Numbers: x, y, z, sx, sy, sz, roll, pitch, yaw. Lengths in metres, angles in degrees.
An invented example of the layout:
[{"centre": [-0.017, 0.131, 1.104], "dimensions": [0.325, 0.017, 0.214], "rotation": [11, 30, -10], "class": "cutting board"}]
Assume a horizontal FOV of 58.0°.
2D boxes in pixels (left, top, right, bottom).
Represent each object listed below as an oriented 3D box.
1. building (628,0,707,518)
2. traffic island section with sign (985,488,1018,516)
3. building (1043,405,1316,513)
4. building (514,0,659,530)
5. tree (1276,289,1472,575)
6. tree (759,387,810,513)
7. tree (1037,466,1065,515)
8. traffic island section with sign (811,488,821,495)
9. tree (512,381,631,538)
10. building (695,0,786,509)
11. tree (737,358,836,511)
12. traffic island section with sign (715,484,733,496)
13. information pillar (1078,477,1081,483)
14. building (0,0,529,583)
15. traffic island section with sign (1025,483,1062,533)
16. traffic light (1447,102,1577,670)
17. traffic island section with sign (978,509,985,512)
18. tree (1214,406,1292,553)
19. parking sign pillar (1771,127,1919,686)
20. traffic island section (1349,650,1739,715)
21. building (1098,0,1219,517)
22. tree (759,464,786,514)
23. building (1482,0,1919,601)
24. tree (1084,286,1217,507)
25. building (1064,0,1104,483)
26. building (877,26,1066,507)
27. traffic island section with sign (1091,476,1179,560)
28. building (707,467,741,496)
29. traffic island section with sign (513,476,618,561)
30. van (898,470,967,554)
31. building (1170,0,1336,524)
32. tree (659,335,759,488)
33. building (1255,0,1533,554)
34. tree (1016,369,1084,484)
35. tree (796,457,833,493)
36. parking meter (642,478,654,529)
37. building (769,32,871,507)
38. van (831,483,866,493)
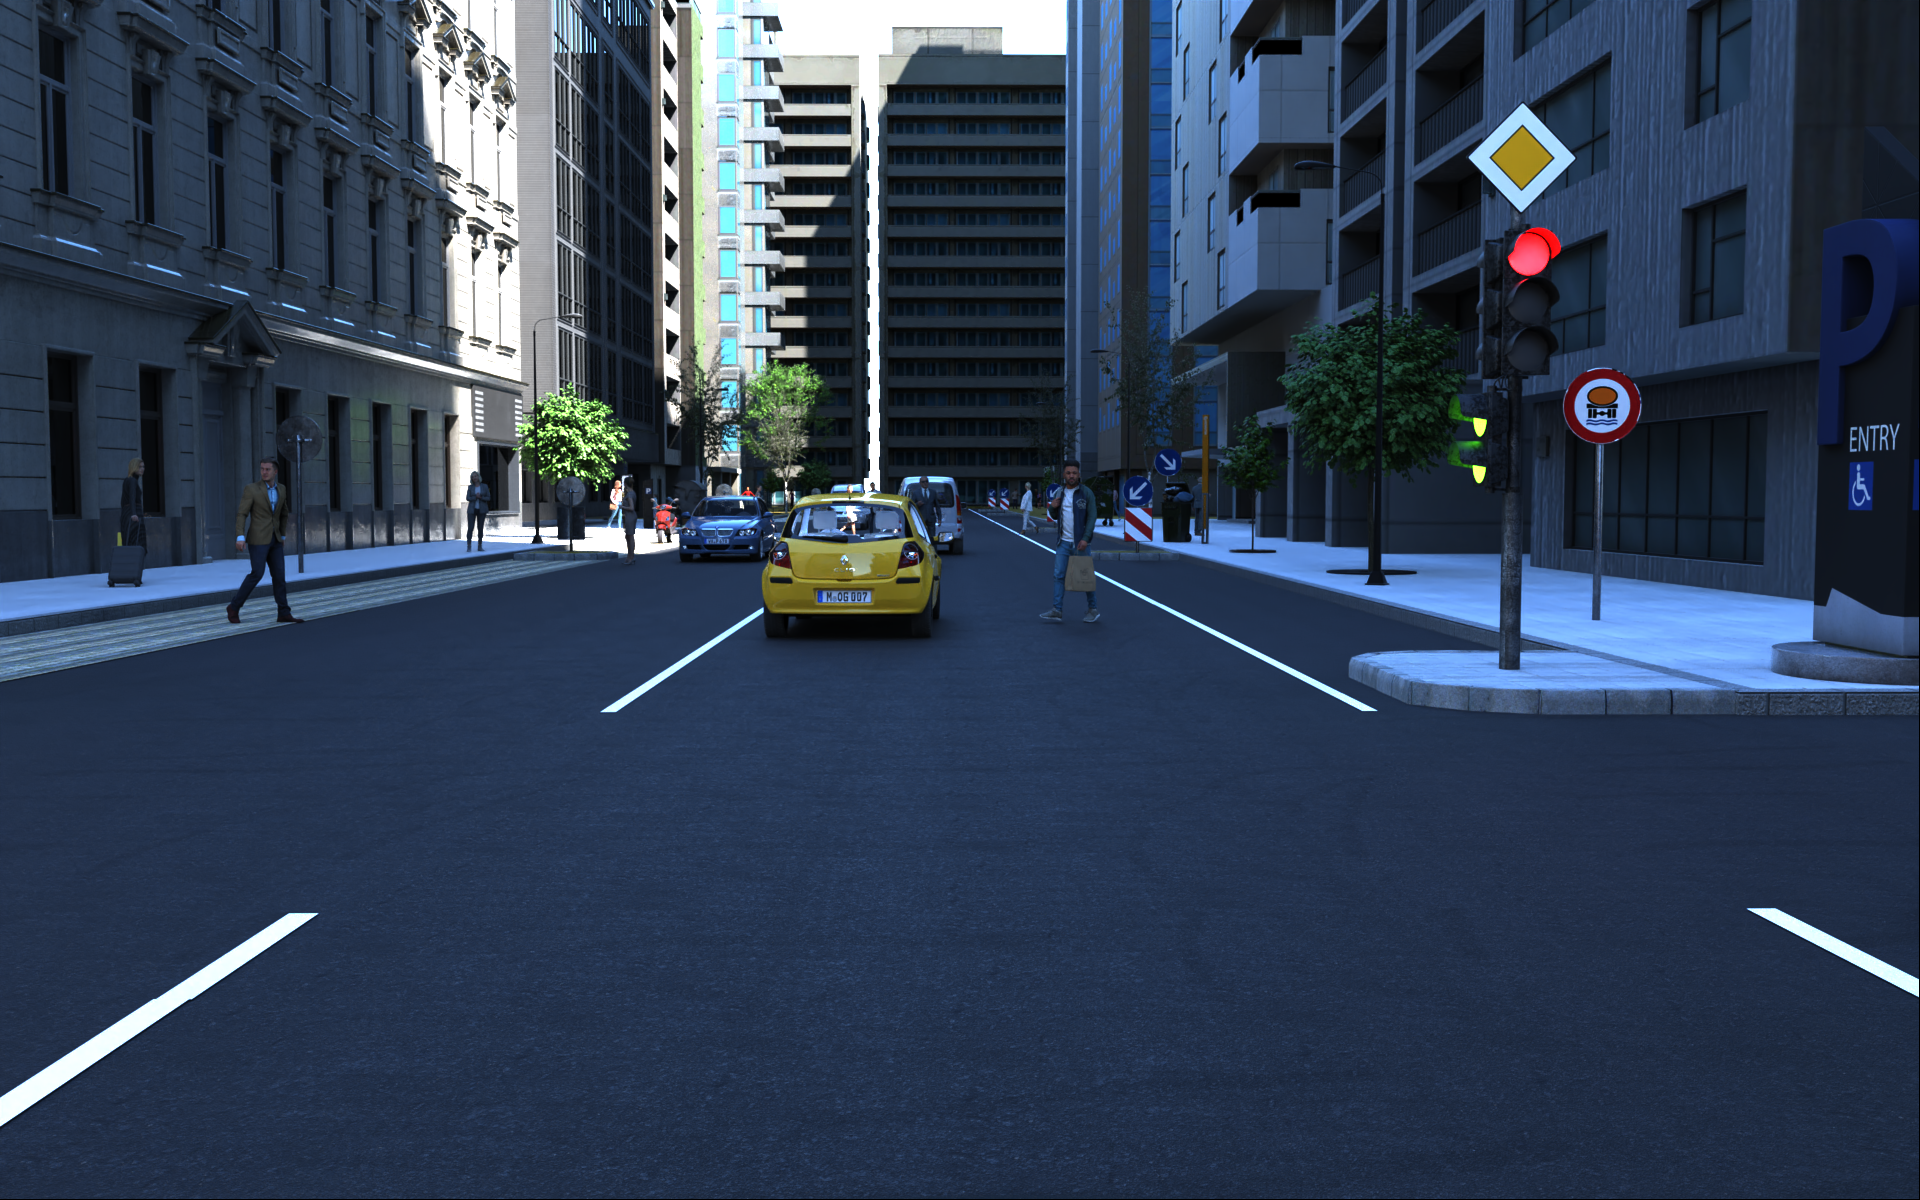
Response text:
[{"centre": [-21.898, -19.756, 94.707], "dimensions": [14.160, 30.474, 14.107], "rotation": [0, 4, -1], "class": "building"}, {"centre": [2.817, -6.500, 114.901], "dimensions": [1.989, 1.847, 2.006], "rotation": [0, 4, -1], "class": "traffic island section with sign"}, {"centre": [18.104, -43.443, 148.553], "dimensions": [20.563, 71.187, 20.611], "rotation": [0, 4, -1], "class": "building"}, {"centre": [-21.245, -16.928, 70.278], "dimensions": [14.314, 27.812, 24.014], "rotation": [0, 4, -1], "class": "building"}, {"centre": [6.734, -2.713, 28.063], "dimensions": [4.285, 4.588, 4.351], "rotation": [0, 3, 0], "class": "tree"}, {"centre": [-12.105, -10.299, 118.746], "dimensions": [4.360, 8.622, 3.978], "rotation": [0, 3, 0], "class": "tree"}, {"centre": [5.565, -6.883, 107.140], "dimensions": [1.663, 3.219, 1.824], "rotation": [0, 3, 0], "class": "tree"}, {"centre": [-9.514, -6.508, 115.029], "dimensions": [1.989, 1.847, 2.006], "rotation": [0, 4, -1], "class": "traffic island section with sign"}, {"centre": [-11.341, -4.089, 50.565], "dimensions": [4.285, 4.588, 4.351], "rotation": [0, 3, 0], "class": "tree"}, {"centre": [-30.667, -32.334, 148.273], "dimensions": [30.456, 49.044, 23.786], "rotation": [0, 4, -1], "class": "building"}, {"centre": [-13.167, -12.582, 131.469], "dimensions": [9.928, 11.665, 9.643], "rotation": [0, 3, 0], "class": "tree"}, {"centre": [-8.902, -3.473, 65.410], "dimensions": [1.989, 1.847, 2.006], "rotation": [0, 4, -1], "class": "traffic island section with sign"}, {"centre": [4.935, -4.218, 73.458], "dimensions": [0.304, 2.012, 0.304], "rotation": [-2, 4, -34], "class": "information pillar"}, {"centre": [-21.863, -15.889, 36.195], "dimensions": [17.030, 29.872, 44.131], "rotation": [0, 4, -1], "class": "building"}, {"centre": [3.419, -3.463, 65.254], "dimensions": [1.989, 1.847, 2.006], "rotation": [0, 4, -1], "class": "traffic island section with sign"}, {"centre": [4.010, -1.447, 12.587], "dimensions": [0.839, 4.253, 0.868], "rotation": [0, 4, -1], "class": "traffic light"}, {"centre": [2.487, -8.156, 141.976], "dimensions": [1.989, 1.847, 2.006], "rotation": [0, 4, -1], "class": "traffic island section with sign"}, {"centre": [6.558, -2.658, 38.061], "dimensions": [1.663, 3.219, 1.824], "rotation": [0, 3, 0], "class": "tree"}, {"centre": [6.552, -1.449, 12.171], "dimensions": [1.447, 3.967, 1.447], "rotation": [0, 4, 1], "class": "parking sign pillar"}, {"centre": [4.051, 0.586, 12.701], "dimensions": [2.009, 0.180, 2.903], "rotation": [0, 4, -1], "class": "traffic island section"}, {"centre": [15.822, -27.704, 103.068], "dimensions": [14.600, 45.320, 14.200], "rotation": [0, 4, -1], "class": "building"}, {"centre": [-12.194, -7.164, 111.729], "dimensions": [1.663, 3.219, 1.824], "rotation": [0, 3, 0], "class": "tree"}, {"centre": [16.148, -15.371, 23.025], "dimensions": [14.107, 30.474, 14.160], "rotation": [0, 4, -1], "class": "building"}, {"centre": [6.770, -6.753, 60.772], "dimensions": [4.360, 8.622, 3.978], "rotation": [0, 3, 0], "class": "tree"}, {"centre": [18.081, -35.605, 124.142], "dimensions": [21.231, 58.520, 28.212], "rotation": [0, 4, -1], "class": "building"}, {"centre": [2.219, -34.284, 184.238], "dimensions": [21.600, 48.544, 21.300], "rotation": [0, 4, -1], "class": "building"}, {"centre": [3.743, -1.815, 38.301], "dimensions": [1.989, 1.847, 2.006], "rotation": [0, 4, -1], "class": "traffic island section with sign"}, {"centre": [-31.216, -25.780, 113.388], "dimensions": [32.217, 40.220, 23.993], "rotation": [0, 4, -1], "class": "building"}, {"centre": [-8.579, -1.794, 37.961], "dimensions": [1.989, 1.847, 2.006], "rotation": [0, 4, -1], "class": "traffic island section with sign"}, {"centre": [-0.803, -2.171, 42.512], "dimensions": [2.013, 2.044, 4.112], "rotation": [0, 4, -2], "class": "van"}, {"centre": [23.975, -29.541, 72.234], "dimensions": [28.713, 52.752, 27.495], "rotation": [0, 4, -1], "class": "building"}, {"centre": [-11.816, -7.993, 81.050], "dimensions": [4.360, 8.622, 3.978], "rotation": [0, 3, 0], "class": "tree"}, {"centre": [19.181, -36.781, 39.618], "dimensions": [20.563, 71.187, 20.611], "rotation": [0, 4, -1], "class": "building"}, {"centre": [5.380, -9.169, 100.282], "dimensions": [4.360, 8.622, 3.978], "rotation": [0, 3, 0], "class": "tree"}, {"centre": [-12.713, -10.274, 151.688], "dimensions": [4.285, 4.588, 4.351], "rotation": [0, 3, 0], "class": "tree"}, {"centre": [-11.593, -3.584, 64.311], "dimensions": [0.399, 1.863, 0.255], "rotation": [-1, 4, -15], "class": "parking meter"}, {"centre": [-20.622, -34.289, 184.332], "dimensions": [21.600, 48.544, 21.300], "rotation": [0, 4, -1], "class": "building"}, {"centre": [-4.585, -3.895, 70.691], "dimensions": [2.013, 2.044, 4.112], "rotation": [0, 4, -1], "class": "van"}]
